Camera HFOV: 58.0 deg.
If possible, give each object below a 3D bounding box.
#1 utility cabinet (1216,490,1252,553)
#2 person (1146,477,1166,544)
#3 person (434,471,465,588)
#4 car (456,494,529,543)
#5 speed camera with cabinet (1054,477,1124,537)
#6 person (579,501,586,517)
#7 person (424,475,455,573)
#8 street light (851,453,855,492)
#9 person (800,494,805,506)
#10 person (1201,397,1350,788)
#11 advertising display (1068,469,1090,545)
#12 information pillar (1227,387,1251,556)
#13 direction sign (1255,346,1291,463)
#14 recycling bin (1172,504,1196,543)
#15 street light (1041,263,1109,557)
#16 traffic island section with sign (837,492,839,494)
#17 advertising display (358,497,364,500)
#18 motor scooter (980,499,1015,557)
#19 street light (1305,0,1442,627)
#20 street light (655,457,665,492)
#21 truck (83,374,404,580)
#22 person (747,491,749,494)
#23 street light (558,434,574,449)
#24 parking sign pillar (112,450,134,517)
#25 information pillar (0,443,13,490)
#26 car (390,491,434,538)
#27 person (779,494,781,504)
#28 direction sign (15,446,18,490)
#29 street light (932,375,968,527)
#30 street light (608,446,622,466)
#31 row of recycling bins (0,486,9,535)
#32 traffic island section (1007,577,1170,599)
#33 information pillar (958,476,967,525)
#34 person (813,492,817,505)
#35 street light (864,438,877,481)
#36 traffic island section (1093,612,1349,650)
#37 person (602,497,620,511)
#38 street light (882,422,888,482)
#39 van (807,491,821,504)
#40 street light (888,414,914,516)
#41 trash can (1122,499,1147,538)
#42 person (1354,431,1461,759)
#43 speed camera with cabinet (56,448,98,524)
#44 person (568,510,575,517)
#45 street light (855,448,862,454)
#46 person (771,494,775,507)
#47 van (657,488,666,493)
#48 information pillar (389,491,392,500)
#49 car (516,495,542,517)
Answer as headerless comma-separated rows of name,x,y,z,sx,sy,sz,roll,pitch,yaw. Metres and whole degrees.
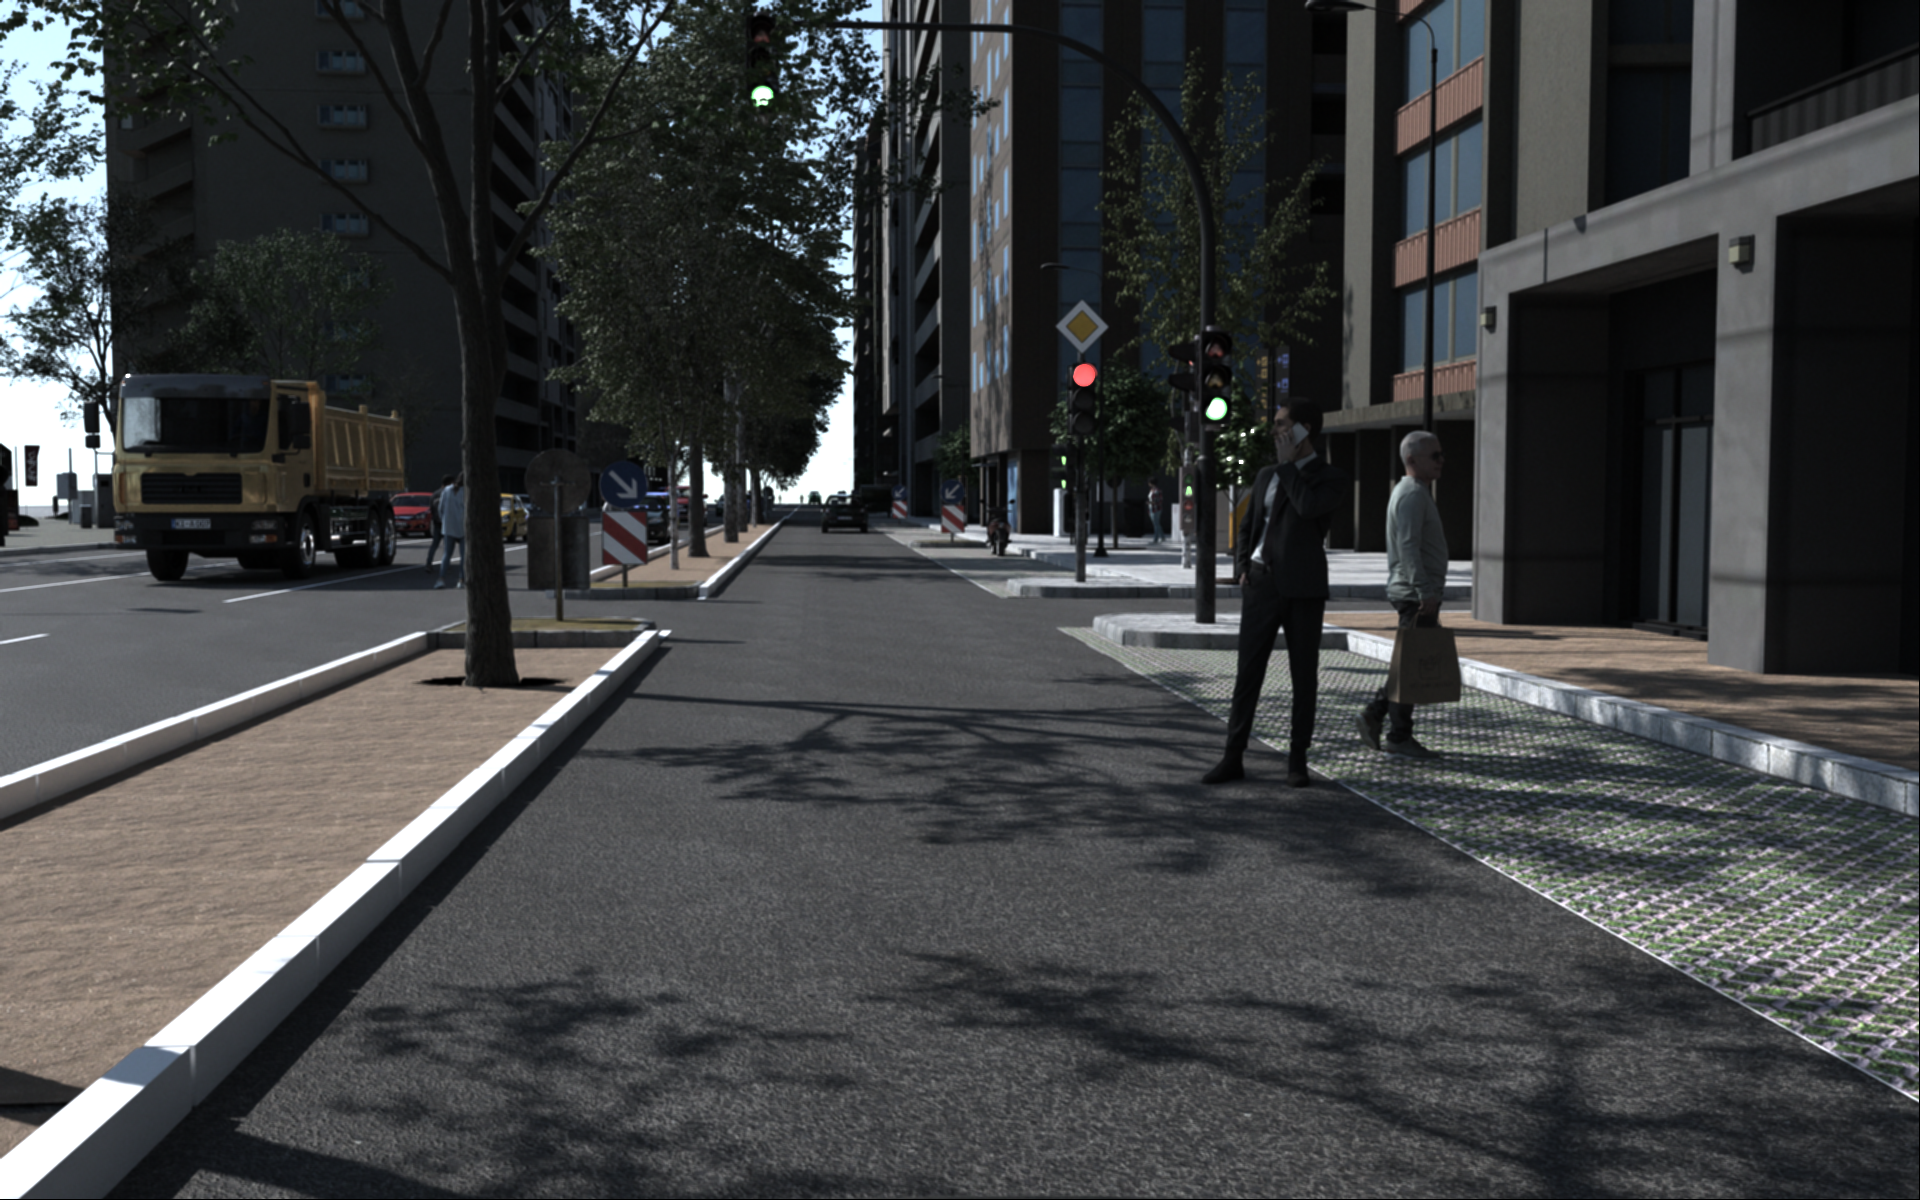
utility cabinet,6.018,-1.764,37.520,1.173,1.500,0.318,0,4,-7
person,5.071,-2.312,44.679,0.643,1.720,0.563,-1,4,-12
person,-7.683,-1.078,26.391,0.793,1.790,0.793,-2,4,-34
car,-13.946,-2.540,51.759,2.015,1.641,3.980,0,4,-4
speed camera with cabinet,3.854,-3.509,51.715,2.038,3.252,0.660,-1,4,-15
person,-15.116,-3.621,69.514,0.330,1.601,0.589,-1,4,-8
person,-9.407,-1.389,31.559,0.623,1.781,0.721,1,4,16
street light,-11.145,-13.542,193.960,1.470,5.913,1.316,0,4,-5
person,-19.537,-12.344,213.588,0.557,1.426,1.065,3,5,44
person,1.570,-0.040,8.521,0.648,1.900,0.474,3,4,37
advertising display,3.036,-2.381,44.138,0.123,1.923,0.974,2,4,30
information pillar,5.807,-2.727,35.946,0.504,3.616,0.183,-2,4,-29
direction sign,4.855,-2.138,26.958,0.379,3.537,0.876,-2,4,-26
recycling bin,6.033,-2.005,45.338,0.722,1.027,0.722,-2,4,-31
street light,2.332,-3.826,35.101,1.470,5.913,1.316,0,4,-5
traffic island section with sign,-14.000,-12.099,206.450,1.989,1.847,2.006,0,4,-5
advertising display,-32.828,-5.437,94.109,0.974,1.923,0.123,1,4,22
motor scooter,0.885,-1.671,40.093,0.815,1.314,1.986,0,4,-4
street light,3.925,-2.684,16.422,1.470,5.913,1.316,0,4,-5
street light,-37.325,-14.845,215.259,1.470,5.913,1.316,0,4,-5
truck,-12.385,-2.151,31.087,3.469,3.379,9.791,0,4,-5
person,-19.491,-9.270,160.602,0.750,1.759,0.617,2,4,35
street light,-30.318,-9.824,133.158,1.470,5.913,1.316,0,4,-5
parking sign pillar,-35.681,-5.220,73.811,1.447,3.967,1.447,-1,4,-9
information pillar,-42.976,-5.303,78.052,0.504,3.616,0.183,-2,4,-34
car,-18.140,-2.977,57.712,2.155,1.783,4.494,0,4,-3
person,-25.138,-14.090,242.138,0.557,1.426,1.065,1,4,18
direction sign,-44.234,-5.458,81.228,0.379,3.537,0.876,-2,4,-31
street light,-0.413,-5.820,67.701,1.470,5.913,1.316,0,4,-5
street light,-33.087,-11.826,165.894,1.470,5.913,1.316,0,4,-5
row of recycling bins,-30.976,-2.908,54.657,3.534,1.692,1.069,3,5,44
traffic island section,1.776,-0.180,25.217,2.009,0.180,2.903,0,4,-5
information pillar,0.110,-3.987,69.682,0.304,2.012,0.304,-1,4,-12
person,-19.031,-13.321,227.006,0.721,1.736,1.217,1,4,13
street light,-6.988,-10.485,143.976,1.470,5.913,1.316,0,4,-5
traffic island section,2.455,0.307,17.261,2.009,0.180,2.903,0,4,-5
person,-8.107,-1.764,39.935,0.503,1.515,0.523,3,5,40
street light,-4.162,-8.478,111.158,1.470,5.913,1.316,0,4,-5
van,-20.954,-14.788,248.799,2.013,2.044,4.112,0,4,-6
street light,-3.250,-7.801,100.095,1.470,5.913,1.316,0,4,-5
trash can,5.111,-2.395,50.810,0.748,1.137,0.748,0,3,0
person,2.388,-0.016,9.241,0.515,1.767,0.782,1,4,10
speed camera with cabinet,-38.069,-4.908,74.584,0.660,3.252,2.038,0,4,3
person,-16.263,-3.623,72.415,0.332,1.250,0.352,0,4,2
street light,-9.675,-12.467,176.382,1.470,5.913,1.316,0,4,-5
person,-20.271,-10.759,187.649,0.421,1.427,0.697,0,4,-2
van,-26.857,-9.473,159.275,2.240,2.365,5.245,0,4,-5
information pillar,-26.424,-4.666,80.786,0.304,2.012,0.304,-2,4,-28
car,-22.024,-4.556,86.490,2.014,1.417,4.499,0,4,-5
